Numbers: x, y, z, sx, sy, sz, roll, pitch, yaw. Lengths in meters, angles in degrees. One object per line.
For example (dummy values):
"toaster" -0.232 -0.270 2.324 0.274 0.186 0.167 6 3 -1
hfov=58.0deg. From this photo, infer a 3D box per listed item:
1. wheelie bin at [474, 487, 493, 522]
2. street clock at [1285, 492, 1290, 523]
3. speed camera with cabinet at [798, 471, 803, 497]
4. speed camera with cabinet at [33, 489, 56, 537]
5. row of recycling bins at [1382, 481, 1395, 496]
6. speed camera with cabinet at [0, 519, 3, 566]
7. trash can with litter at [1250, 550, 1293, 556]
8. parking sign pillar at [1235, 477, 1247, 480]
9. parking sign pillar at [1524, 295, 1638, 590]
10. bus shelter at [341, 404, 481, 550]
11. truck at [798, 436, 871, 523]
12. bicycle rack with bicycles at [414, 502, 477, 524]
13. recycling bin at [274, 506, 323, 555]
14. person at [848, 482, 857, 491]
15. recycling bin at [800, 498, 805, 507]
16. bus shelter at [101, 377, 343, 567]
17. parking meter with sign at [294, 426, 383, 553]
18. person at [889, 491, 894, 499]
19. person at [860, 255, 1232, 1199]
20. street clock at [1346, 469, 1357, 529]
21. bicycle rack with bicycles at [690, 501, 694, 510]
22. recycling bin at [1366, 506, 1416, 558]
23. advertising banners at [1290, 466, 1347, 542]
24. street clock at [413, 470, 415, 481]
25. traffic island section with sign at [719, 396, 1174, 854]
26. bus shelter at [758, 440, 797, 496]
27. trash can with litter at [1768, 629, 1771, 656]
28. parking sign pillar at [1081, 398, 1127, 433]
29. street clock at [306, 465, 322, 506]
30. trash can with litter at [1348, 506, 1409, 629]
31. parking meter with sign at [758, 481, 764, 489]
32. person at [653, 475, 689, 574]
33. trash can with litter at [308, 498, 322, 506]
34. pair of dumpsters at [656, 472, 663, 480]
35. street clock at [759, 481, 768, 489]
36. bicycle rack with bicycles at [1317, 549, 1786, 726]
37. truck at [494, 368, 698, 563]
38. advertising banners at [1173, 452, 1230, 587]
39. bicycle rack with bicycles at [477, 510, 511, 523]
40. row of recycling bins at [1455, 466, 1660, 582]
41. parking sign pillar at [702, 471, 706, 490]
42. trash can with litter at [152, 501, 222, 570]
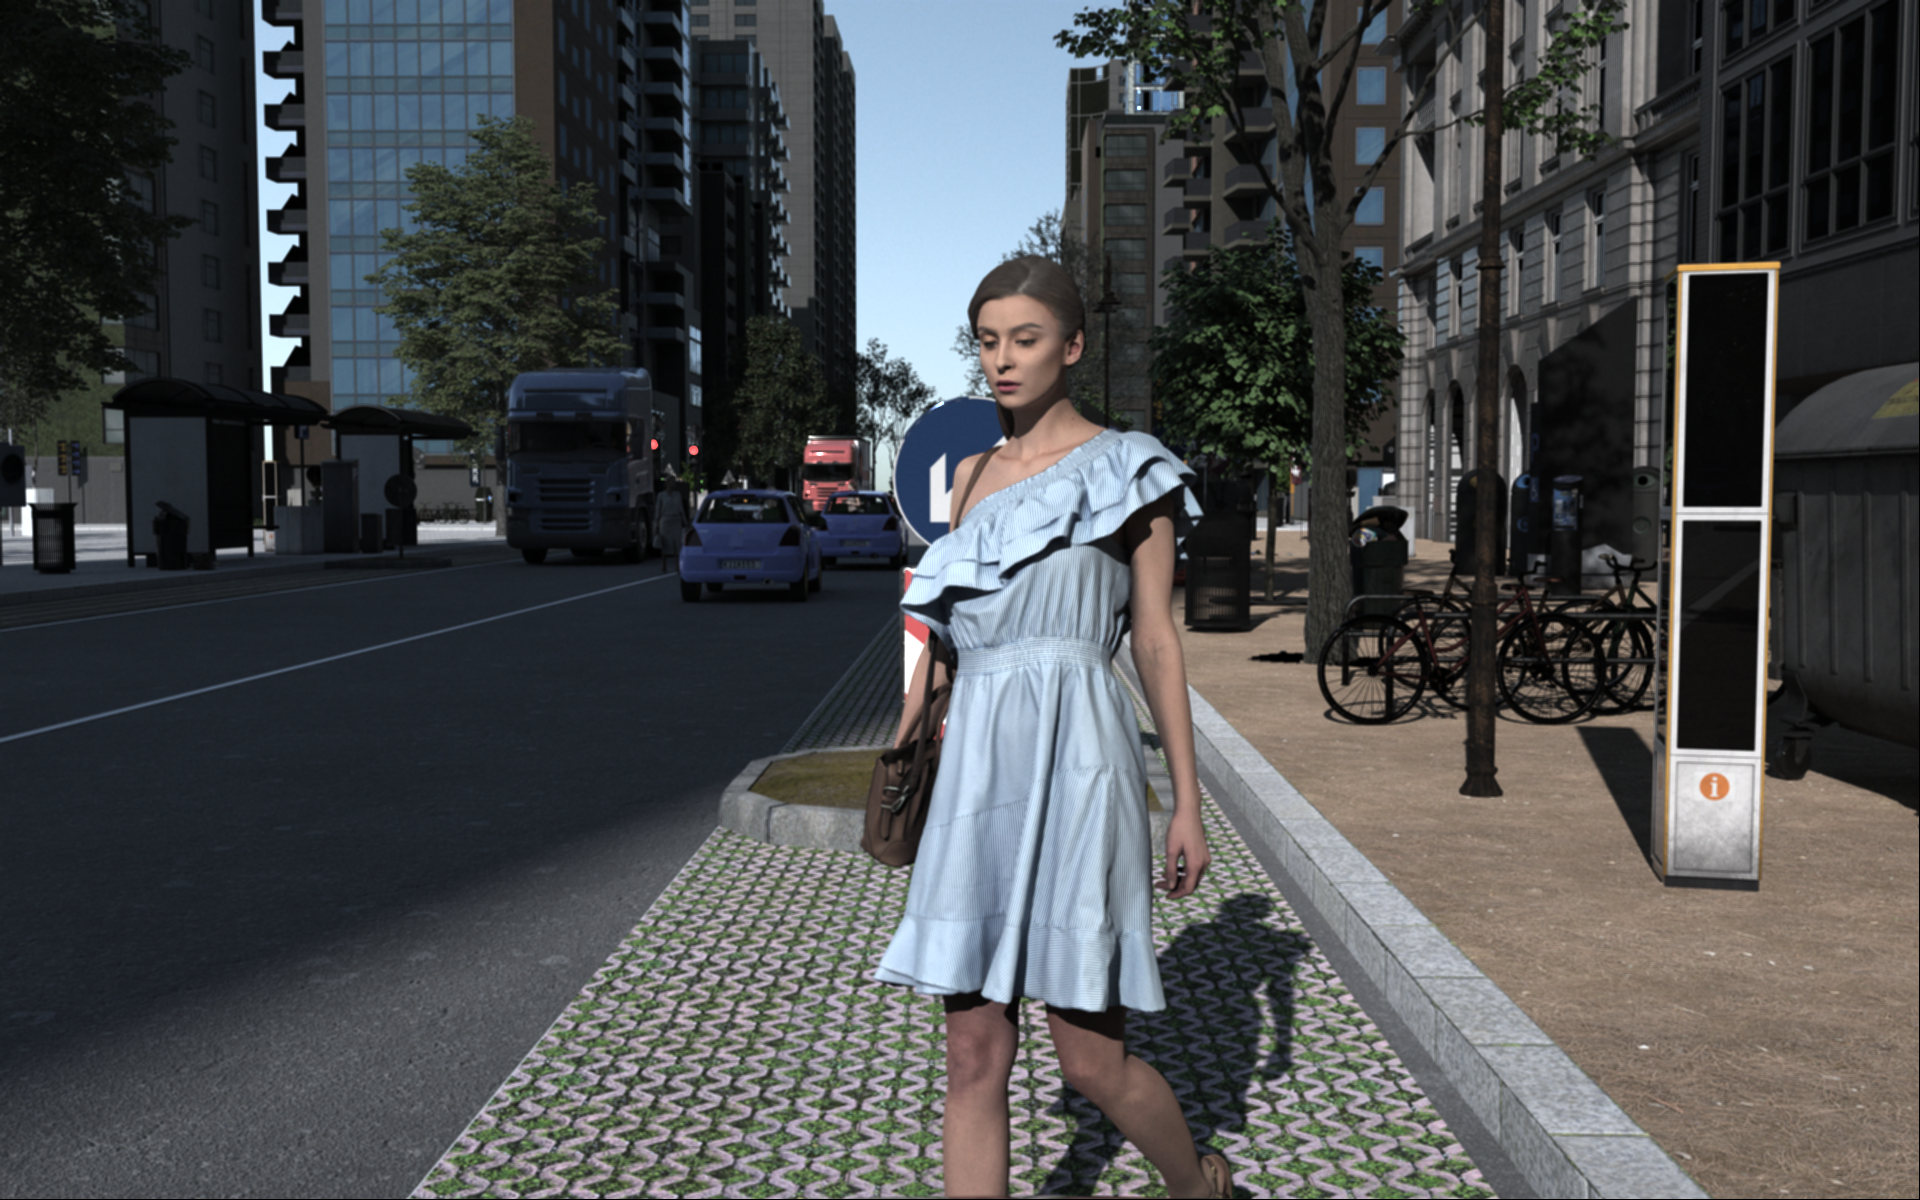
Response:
"wheelie bin" -21.846 -4.377 79.476 0.980 1.594 0.693 1 4 13
"street clock" 14.523 -4.410 76.666 0.471 2.002 0.358 1 4 19
"speed camera with cabinet" -12.653 -8.480 132.976 2.038 3.252 0.660 -2 4 -32
"speed camera with cabinet" -27.978 -3.531 52.060 2.038 3.252 0.660 3 4 38
"row of recycling bins" 14.472 -3.051 56.995 1.069 1.692 3.534 1 4 18
"speed camera with cabinet" -17.140 -2.182 30.006 0.660 3.252 2.038 1 4 10
"trash can with litter" 5.860 -1.552 36.439 2.233 1.210 1.678 1 4 19
"parking sign pillar" 13.525 -5.955 85.835 1.447 3.967 1.447 -1 4 -13
"parking sign pillar" 8.525 -2.157 23.747 1.447 3.967 1.447 0 4 -1
"bus shelter" -13.377 -2.931 41.851 2.014 3.302 5.546 0 4 1
"truck" -6.049 -5.905 85.454 2.839 4.237 11.283 0 4 1
"bicycle rack with bicycles" -22.266 -3.794 75.406 2.925 0.926 2.852 3 4 36
"recycling bin" -14.025 -1.479 36.735 0.722 1.027 0.722 1 4 15
"person" -3.110 -2.457 49.015 0.374 1.781 0.599 -3 5 -40
"recycling bin" -11.229 -6.981 126.686 0.722 1.027 0.722 2 4 35
"bus shelter" -13.783 -2.374 32.735 2.014 3.302 5.546 0 4 1
"parking meter with sign" -13.442 -2.526 37.556 1.738 3.016 0.543 0 4 3
"person" -7.169 -10.491 180.709 0.721 1.739 1.217 -2 4 -25
"person" 0.130 0.349 2.889 0.778 1.811 0.616 -3 5 -44
"street clock" 11.444 -2.831 50.864 0.358 2.002 0.471 -1 4 -10
"bicycle rack with bicycles" -13.267 -4.543 87.663 2.925 0.926 2.852 -1 4 -12
"recycling bin" 8.736 -1.382 35.150 0.722 1.027 0.722 -2 4 -29
"advertising banners" 9.452 -3.042 45.926 0.090 3.025 2.074 -3 4 -36
"street clock" -14.422 -2.478 45.080 0.471 2.002 0.358 -1 4 -11
"traffic island section with sign" -0.031 0.050 7.807 1.989 1.847 2.006 0 4 1
"bus shelter" -12.592 -8.728 120.333 2.179 5.291 8.768 0 4 1
"trash can with litter" 7.077 -0.174 13.908 1.678 1.210 2.233 -1 4 -14
"parking sign pillar" 4.063 -3.677 48.590 1.447 3.967 1.447 -1 4 -9
"street clock" -15.996 -2.357 43.109 0.471 2.002 0.358 -1 4 -14
"trash can with litter" 3.881 -0.324 16.677 0.624 1.170 1.055 -1 4 -10
"parking meter with sign" -15.330 -8.425 134.002 0.543 3.016 1.738 -1 4 -14
"person" -5.193 -1.370 31.254 0.694 1.780 0.624 -1 4 -13
"trash can with litter" -17.325 -2.185 47.114 0.624 1.170 1.055 -3 4 -38
"pair of dumpsters" -13.263 -4.432 74.959 1.574 2.255 4.437 0 4 1
"street clock" -11.316 -5.815 99.642 0.471 2.002 0.358 1 4 15
"bicycle rack with bicycles" 3.538 0.176 10.502 2.925 0.926 2.852 0 4 6
"truck" -7.625 -3.242 42.769 2.967 4.110 18.799 0 4 1
"advertising banners" 2.993 -1.705 24.063 2.074 3.025 0.090 3 5 41
"bicycle rack with bicycles" -13.400 -2.521 54.606 2.852 0.926 2.925 0 4 -4
"row of recycling bins" 9.217 -1.191 26.585 1.069 1.692 3.534 -3 5 -42
"parking sign pillar" -21.399 -9.355 141.430 1.447 3.967 1.447 -3 5 -40
"trash can with litter" -13.089 -1.098 29.333 1.055 1.170 0.624 0 4 -6
